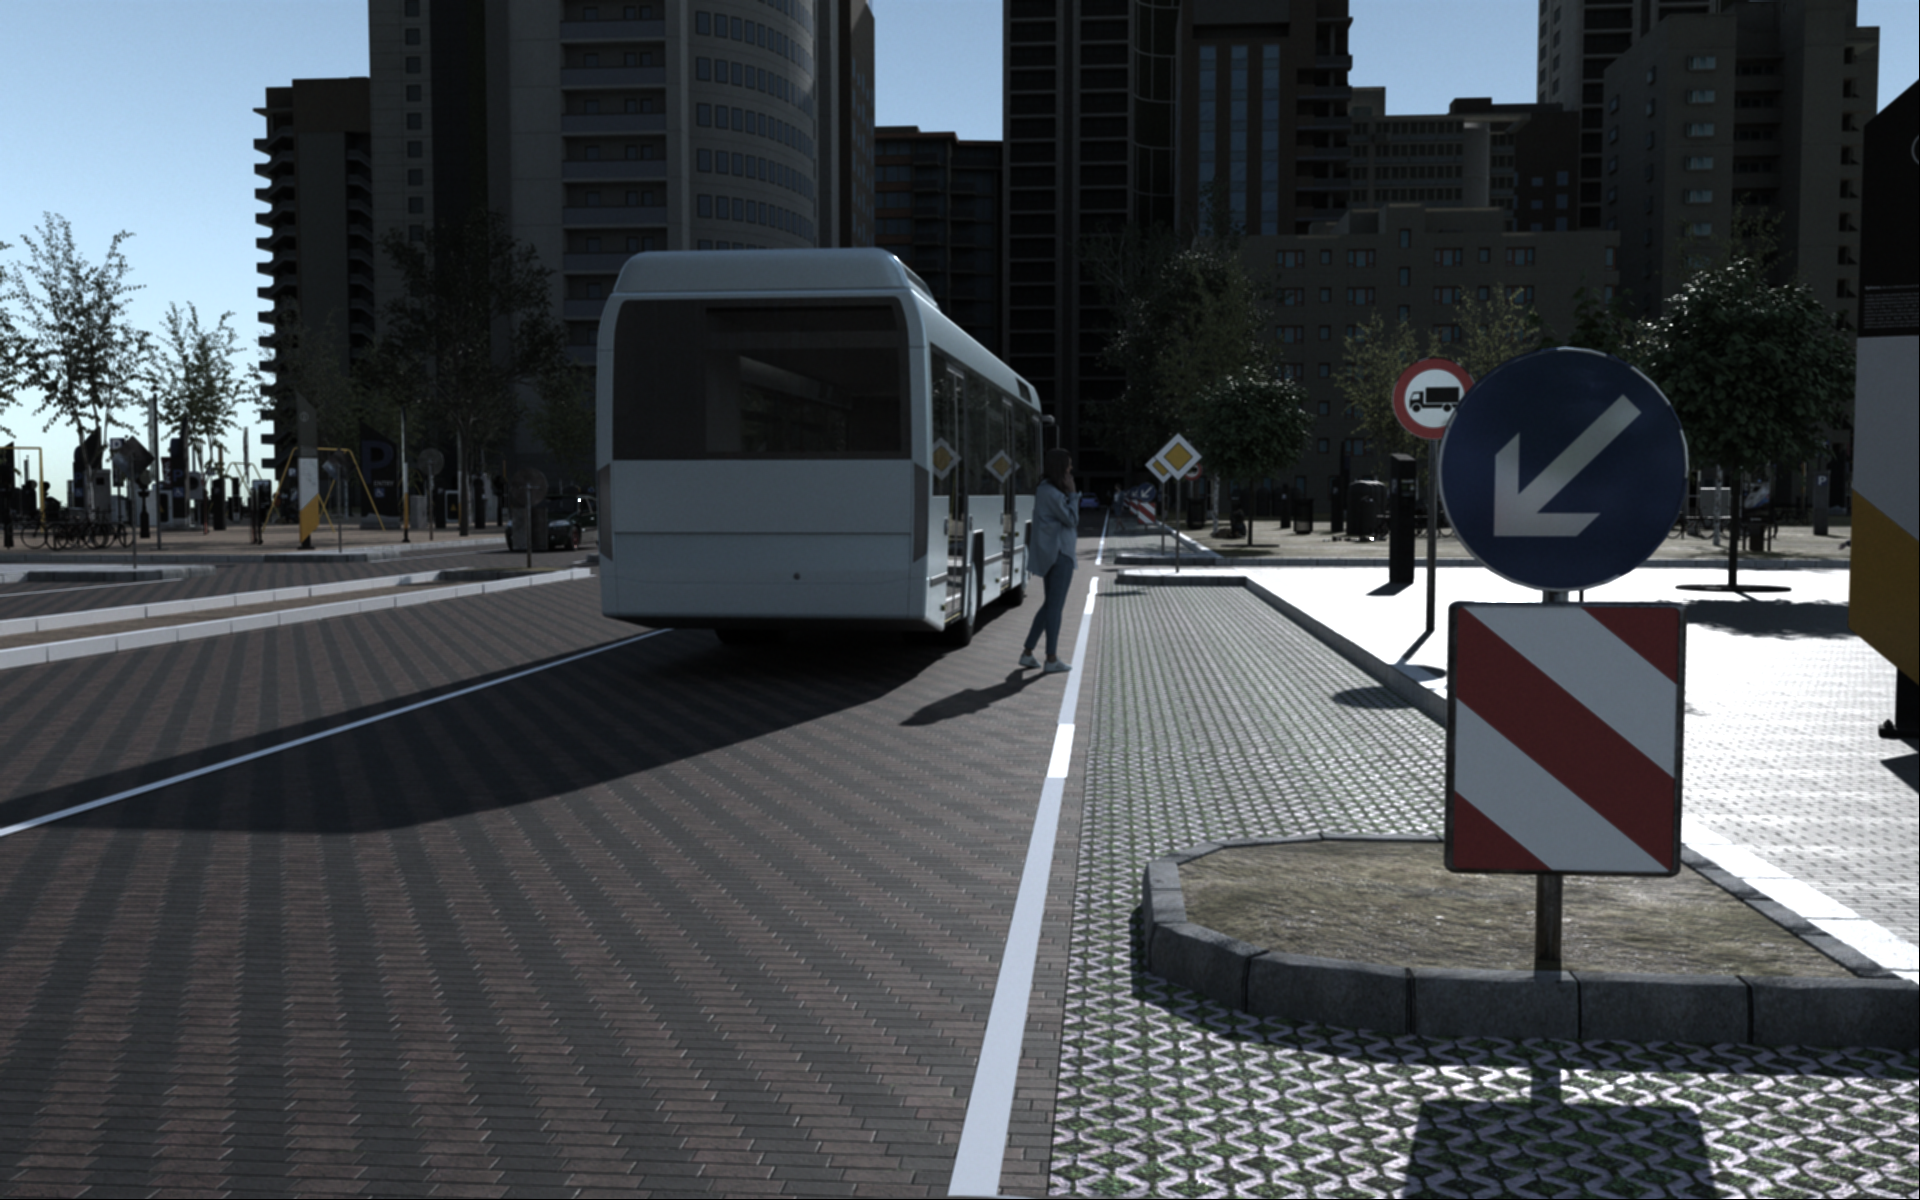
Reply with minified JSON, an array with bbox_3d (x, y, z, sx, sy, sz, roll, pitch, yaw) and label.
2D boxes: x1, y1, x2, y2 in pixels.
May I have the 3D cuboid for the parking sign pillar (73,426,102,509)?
[{"bbox_3d":[-34.358,-4.879,68.241,1.447,3.967,1.447,0,4,5],"label":"parking sign pillar"}]

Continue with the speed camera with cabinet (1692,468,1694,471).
[{"bbox_3d":[42.447,-6.542,101.305,0.660,3.252,2.038,0,4,8],"label":"speed camera with cabinet"}]

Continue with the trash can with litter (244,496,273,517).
[{"bbox_3d":[-40.241,-5.411,99.531,2.233,1.210,1.678,-1,4,-22],"label":"trash can with litter"}]

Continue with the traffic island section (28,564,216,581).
[{"bbox_3d":[-14.249,-0.464,29.872,2.009,0.180,2.903,0,4,5],"label":"traffic island section"}]

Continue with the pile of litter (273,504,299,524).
[{"bbox_3d":[-28.910,-3.682,74.171,1.176,0.858,1.719,0,4,6],"label":"pile of litter"}]

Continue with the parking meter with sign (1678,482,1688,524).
[{"bbox_3d":[31.781,-4.846,75.491,1.738,3.016,0.543,-1,4,-12],"label":"parking meter with sign"}]

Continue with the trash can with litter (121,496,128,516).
[{"bbox_3d":[-48.624,-5.553,101.851,2.233,1.210,1.678,-1,4,-22],"label":"trash can with litter"}]

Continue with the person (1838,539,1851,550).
[{"bbox_3d":[16.922,-1.103,32.027,0.738,1.151,1.012,-3,4,-36],"label":"person"}]

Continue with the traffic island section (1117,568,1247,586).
[{"bbox_3d":[3.574,-0.369,28.314,2.009,0.180,2.903,0,4,5],"label":"traffic island section"}]

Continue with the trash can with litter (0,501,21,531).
[{"bbox_3d":[-34.311,-3.086,61.516,1.678,1.210,2.233,-2,4,-31],"label":"trash can with litter"}]

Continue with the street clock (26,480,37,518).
[{"bbox_3d":[-47.192,-5.108,88.083,0.471,2.002,0.358,-3,5,-44],"label":"street clock"}]

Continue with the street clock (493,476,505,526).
[{"bbox_3d":[-18.235,-3.915,68.581,0.471,2.002,0.358,-1,4,-18],"label":"street clock"}]

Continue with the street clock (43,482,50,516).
[{"bbox_3d":[-53.306,-5.895,100.957,0.471,2.002,0.358,0,4,8],"label":"street clock"}]

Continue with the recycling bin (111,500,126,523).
[{"bbox_3d":[-38.015,-3.992,77.830,0.722,1.027,0.722,0,4,6],"label":"recycling bin"}]

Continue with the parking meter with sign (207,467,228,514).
[{"bbox_3d":[-47.668,-7.042,111.399,1.738,3.016,0.543,2,4,34],"label":"parking meter with sign"}]

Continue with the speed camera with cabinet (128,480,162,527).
[{"bbox_3d":[-32.413,-4.546,68.665,0.660,3.252,2.038,-3,4,-39],"label":"speed camera with cabinet"}]

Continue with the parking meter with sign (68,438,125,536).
[{"bbox_3d":[-26.542,-3.485,53.236,0.543,3.016,1.738,1,4,23],"label":"parking meter with sign"}]

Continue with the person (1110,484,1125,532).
[{"bbox_3d":[5.929,-3.417,64.395,0.654,1.822,0.581,-2,4,-28],"label":"person"}]

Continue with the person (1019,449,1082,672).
[{"bbox_3d":[0.725,-0.320,14.003,0.793,1.790,0.793,-3,5,-43],"label":"person"}]

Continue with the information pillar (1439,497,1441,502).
[{"bbox_3d":[23.997,-5.780,85.864,0.504,3.616,0.183,2,4,27],"label":"information pillar"}]

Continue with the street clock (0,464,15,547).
[{"bbox_3d":[-23.128,-2.293,42.064,0.358,2.002,0.471,-1,4,-21],"label":"street clock"}]

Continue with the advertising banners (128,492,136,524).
[{"bbox_3d":[-34.818,-4.711,73.217,0.090,3.025,2.074,-1,4,-9],"label":"advertising banners"}]

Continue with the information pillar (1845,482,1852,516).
[{"bbox_3d":[52.611,-5.992,102.468,0.304,2.012,0.304,-3,5,-43],"label":"information pillar"}]

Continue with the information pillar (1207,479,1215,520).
[{"bbox_3d":[12.616,-5.047,87.017,0.304,2.012,0.304,-3,4,-36],"label":"information pillar"}]

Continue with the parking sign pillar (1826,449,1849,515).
[{"bbox_3d":[52.991,-7.103,104.602,1.447,3.967,1.447,-1,4,-21],"label":"parking sign pillar"}]

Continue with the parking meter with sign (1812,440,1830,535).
[{"bbox_3d":[27.241,-3.582,54.827,0.543,3.016,1.738,1,4,23],"label":"parking meter with sign"}]

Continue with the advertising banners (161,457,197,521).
[{"bbox_3d":[-36.547,-5.219,81.513,2.074,3.025,0.090,0,4,1],"label":"advertising banners"}]

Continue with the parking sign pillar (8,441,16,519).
[{"bbox_3d":[-48.907,-6.101,88.225,1.447,3.967,1.447,-3,4,-38],"label":"parking sign pillar"}]

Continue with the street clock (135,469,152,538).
[{"bbox_3d":[-23.732,-2.802,50.375,0.358,2.002,0.471,2,4,24],"label":"street clock"}]

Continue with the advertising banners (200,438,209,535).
[{"bbox_3d":[-23.822,-3.572,54.592,0.090,3.025,2.074,-1,4,-19],"label":"advertising banners"}]

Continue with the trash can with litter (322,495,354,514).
[{"bbox_3d":[-40.315,-6.162,111.801,2.233,1.210,1.678,0,4,-5],"label":"trash can with litter"}]

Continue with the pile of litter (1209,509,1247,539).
[{"bbox_3d":[7.797,-2.220,50.269,1.176,0.858,1.719,2,4,28],"label":"pile of litter"}]

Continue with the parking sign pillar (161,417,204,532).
[{"bbox_3d":[-26.950,-4.368,59.882,1.447,3.967,1.447,-1,4,-17],"label":"parking sign pillar"}]

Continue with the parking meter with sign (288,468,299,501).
[{"bbox_3d":[-44.378,-7.296,115.545,0.543,3.016,1.738,-2,4,-31],"label":"parking meter with sign"}]

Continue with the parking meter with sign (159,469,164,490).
[{"bbox_3d":[-45.277,-6.240,98.291,0.543,3.016,1.738,0,4,-3],"label":"parking meter with sign"}]

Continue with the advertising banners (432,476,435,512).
[{"bbox_3d":[-32.665,-6.872,108.549,2.074,3.025,0.090,3,5,41],"label":"advertising banners"}]

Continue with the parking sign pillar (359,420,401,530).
[{"bbox_3d":[-21.168,-4.566,63.121,1.447,3.967,1.447,-1,4,-16],"label":"parking sign pillar"}]

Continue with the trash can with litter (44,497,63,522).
[{"bbox_3d":[-40.328,-4.030,77.283,0.624,1.170,1.055,1,4,19],"label":"trash can with litter"}]

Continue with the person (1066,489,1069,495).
[{"bbox_3d":[5.893,-5.259,94.587,0.391,1.810,0.635,-1,4,-18],"label":"person"}]

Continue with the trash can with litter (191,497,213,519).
[{"bbox_3d":[-38.617,-4.716,88.166,1.678,1.210,2.233,0,4,-3],"label":"trash can with litter"}]

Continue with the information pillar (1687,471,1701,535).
[{"bbox_3d":[23.000,-3.045,54.283,0.304,2.012,0.304,2,4,35],"label":"information pillar"}]

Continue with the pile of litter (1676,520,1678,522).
[{"bbox_3d":[32.476,-3.944,78.457,1.176,0.858,1.719,-1,4,-14],"label":"pile of litter"}]

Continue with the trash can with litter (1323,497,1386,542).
[{"bbox_3d":[10.782,-2.222,47.389,2.233,1.210,1.678,-1,4,-20],"label":"trash can with litter"}]

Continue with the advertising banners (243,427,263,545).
[{"bbox_3d":[-18.197,-2.958,44.550,0.090,3.025,2.074,-2,4,-32],"label":"advertising banners"}]

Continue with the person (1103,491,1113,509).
[{"bbox_3d":[13.847,-9.349,162.080,1.217,1.736,0.721,-3,4,-37],"label":"person"}]

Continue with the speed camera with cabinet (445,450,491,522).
[{"bbox_3d":[-22.242,-5.129,78.187,2.038,3.252,0.660,1,4,13],"label":"speed camera with cabinet"}]

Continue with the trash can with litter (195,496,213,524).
[{"bbox_3d":[-31.729,-3.777,73.147,1.055,1.170,0.624,-2,4,-28],"label":"trash can with litter"}]

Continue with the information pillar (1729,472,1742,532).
[{"bbox_3d":[25.701,-3.234,57.372,0.304,2.012,0.304,1,4,10],"label":"information pillar"}]

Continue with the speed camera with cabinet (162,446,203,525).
[{"bbox_3d":[-32.262,-4.703,71.232,2.038,3.252,0.660,-1,4,-11],"label":"speed camera with cabinet"}]

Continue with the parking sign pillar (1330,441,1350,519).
[{"bbox_3d":[19.802,-6.162,89.220,1.447,3.967,1.447,1,4,10],"label":"parking sign pillar"}]

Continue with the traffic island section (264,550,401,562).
[{"bbox_3d":[-13.553,-0.951,37.827,2.009,0.180,2.903,0,4,5],"label":"traffic island section"}]

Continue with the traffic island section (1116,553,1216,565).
[{"bbox_3d":[4.270,-0.856,36.269,2.009,0.180,2.903,0,4,5],"label":"traffic island section"}]
